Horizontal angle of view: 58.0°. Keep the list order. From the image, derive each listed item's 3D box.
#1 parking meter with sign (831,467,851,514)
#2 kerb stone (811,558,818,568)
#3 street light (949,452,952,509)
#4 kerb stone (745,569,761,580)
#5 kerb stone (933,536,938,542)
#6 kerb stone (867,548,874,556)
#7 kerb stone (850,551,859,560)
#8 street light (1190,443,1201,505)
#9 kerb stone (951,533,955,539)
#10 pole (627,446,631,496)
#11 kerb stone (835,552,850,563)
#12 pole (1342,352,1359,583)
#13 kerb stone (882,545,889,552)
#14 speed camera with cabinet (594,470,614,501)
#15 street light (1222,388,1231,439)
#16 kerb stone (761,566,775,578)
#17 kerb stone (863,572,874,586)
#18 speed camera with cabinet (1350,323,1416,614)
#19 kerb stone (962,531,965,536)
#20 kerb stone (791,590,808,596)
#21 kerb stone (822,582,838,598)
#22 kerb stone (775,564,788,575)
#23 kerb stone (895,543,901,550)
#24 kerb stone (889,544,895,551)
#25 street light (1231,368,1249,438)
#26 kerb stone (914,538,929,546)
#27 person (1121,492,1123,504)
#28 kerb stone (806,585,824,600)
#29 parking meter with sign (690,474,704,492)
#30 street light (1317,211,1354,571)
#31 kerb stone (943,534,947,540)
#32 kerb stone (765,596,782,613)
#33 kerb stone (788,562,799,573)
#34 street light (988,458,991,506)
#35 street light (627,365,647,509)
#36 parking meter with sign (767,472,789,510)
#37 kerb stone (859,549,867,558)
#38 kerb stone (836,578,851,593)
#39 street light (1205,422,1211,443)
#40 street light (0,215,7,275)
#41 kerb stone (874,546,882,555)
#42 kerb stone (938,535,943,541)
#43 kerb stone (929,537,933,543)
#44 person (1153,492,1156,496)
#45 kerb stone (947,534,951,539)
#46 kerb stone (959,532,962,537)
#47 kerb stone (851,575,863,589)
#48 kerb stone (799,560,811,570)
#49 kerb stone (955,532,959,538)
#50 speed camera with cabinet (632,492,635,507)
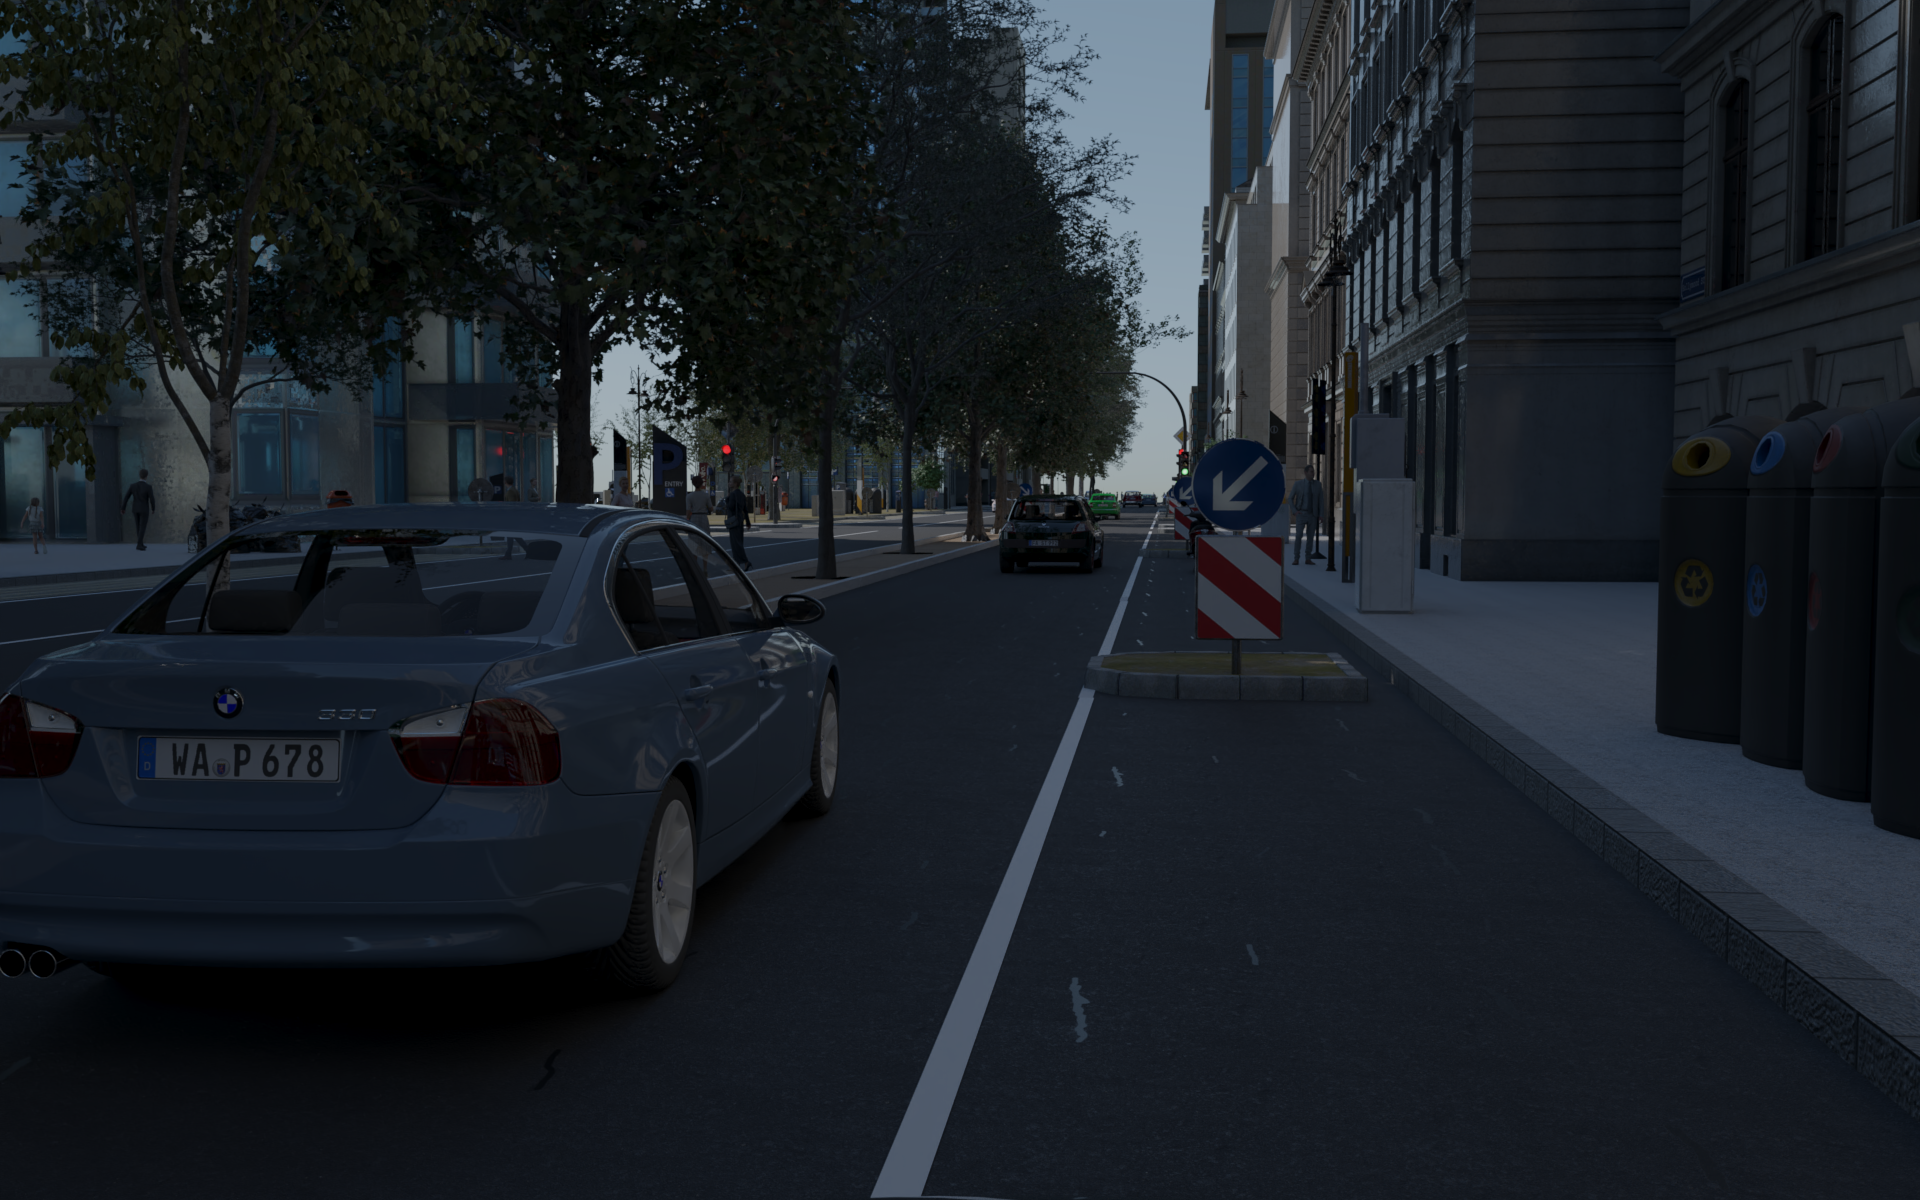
[{"bbox_3d":[-7.568,-6.981,110.393,0.543,3.016,1.738,2,4,28],"label":"parking meter with sign"},{"bbox_3d":[-2.897,-0.704,33.700,0.120,0.150,1.000,0,4,7],"label":"kerb stone"},{"bbox_3d":[-0.888,-10.906,151.094,0.468,5.910,1.993,0,4,7],"label":"street light"},{"bbox_3d":[-3.503,-0.383,28.590,0.120,0.150,1.000,0,4,7],"label":"kerb stone"},{"bbox_3d":[-0.842,-1.760,50.995,0.120,0.150,1.000,0,4,7],"label":"kerb stone"},{"bbox_3d":[-2.179,-1.077,39.807,0.120,0.150,1.000,0,4,7],"label":"kerb stone"},{"bbox_3d":[-2.412,-0.953,37.771,0.120,0.150,1.000,0,4,7],"label":"kerb stone"},{"bbox_3d":[20.774,-11.011,152.825,0.468,5.910,1.993,0,4,7],"label":"street light"},{"bbox_3d":[-0.363,-2.009,55.062,0.120,0.150,1.000,0,4,7],"label":"kerb stone"},{"bbox_3d":[-14.196,-4.914,74.183,0.158,3.312,0.155,0,3,0],"label":"pole"},{"bbox_3d":[-2.531,-0.890,36.753,0.120,0.150,1.000,0,4,7],"label":"kerb stone"},{"bbox_3d":[5.627,-1.904,24.970,0.158,3.312,0.155,0,3,0],"label":"pole"},{"bbox_3d":[-1.926,-1.201,41.836,0.120,0.150,1.000,0,4,7],"label":"kerb stone"},{"bbox_3d":[-24.511,-7.648,119.381,2.038,3.252,0.660,0,4,0],"label":"speed camera with cabinet"},{"bbox_3d":[11.665,-6.288,75.603,0.468,5.910,1.993,0,4,7],"label":"street light"},{"bbox_3d":[-3.378,-0.452,29.605,0.120,0.150,1.000,0,4,7],"label":"kerb stone"},{"bbox_3d":[-1.532,-0.309,27.305,0.120,0.150,1.000,0,4,7],"label":"kerb stone"},{"bbox_3d":[4.740,-1.533,19.404,0.660,3.252,2.038,1,4,10],"label":"speed camera with cabinet"},{"bbox_3d":[0.001,-2.197,58.118,0.120,0.150,1.000,0,4,7],"label":"kerb stone"},{"bbox_3d":[-2.137,0.001,22.198,0.120,0.150,1.000,0,4,7],"label":"kerb stone"},{"bbox_3d":[-1.898,-0.125,24.244,0.120,0.150,1.000,0,4,7],"label":"kerb stone"},{"bbox_3d":[-3.254,-0.513,30.619,0.120,0.150,1.000,0,4,7],"label":"kerb stone"},{"bbox_3d":[-1.687,-1.323,43.874,0.120,0.150,1.000,0,4,7],"label":"kerb stone"},{"bbox_3d":[-1.814,-1.264,42.857,0.120,0.150,1.000,0,4,7],"label":"kerb stone"},{"bbox_3d":[10.330,-5.558,63.663,0.468,5.910,1.993,0,4,7],"label":"street light"},{"bbox_3d":[-1.087,-1.637,48.961,0.120,0.150,1.000,0,4,7],"label":"kerb stone"},{"bbox_3d":[23.348,-14.742,249.609,0.705,1.814,1.350,0,4,-6],"label":"person"},{"bbox_3d":[-2.016,-0.063,23.226,0.120,0.150,1.000,0,4,7],"label":"kerb stone"},{"bbox_3d":[-22.594,-9.459,150.922,1.738,3.016,0.543,1,4,22],"label":"parking meter with sign"},{"bbox_3d":[6.173,-3.416,28.635,0.468,5.910,1.993,0,4,7],"label":"street light"},{"bbox_3d":[-0.607,-1.882,53.033,0.120,0.150,1.000,0,4,7],"label":"kerb stone"},{"bbox_3d":[-2.258,0.064,21.181,0.120,0.150,1.000,0,4,7],"label":"kerb stone"},{"bbox_3d":[-3.144,-0.578,31.643,0.120,0.150,1.000,0,4,7],"label":"kerb stone"},{"bbox_3d":[3.280,-13.087,186.765,0.468,5.910,1.993,0,4,7],"label":"street light"},{"bbox_3d":[-11.484,-5.459,62.043,0.468,5.910,1.993,0,4,7],"label":"street light"},{"bbox_3d":[-14.273,-8.536,135.831,1.738,3.016,0.543,-1,4,-14],"label":"parking meter with sign"},{"bbox_3d":[-2.294,-1.014,38.792,0.120,0.150,1.000,0,4,7],"label":"kerb stone"},{"bbox_3d":[-1.781,-0.188,25.262,0.120,0.150,1.000,0,4,7],"label":"kerb stone"},{"bbox_3d":[15.898,-8.450,110.937,0.468,5.910,1.993,0,4,7],"label":"street light"},{"bbox_3d":[-15.564,-3.322,27.104,0.468,5.910,1.993,0,4,7],"label":"street light"},{"bbox_3d":[-2.046,-1.139,40.821,0.120,0.150,1.000,0,4,7],"label":"kerb stone"},{"bbox_3d":[-0.723,-1.824,52.016,0.120,0.150,1.000,0,4,7],"label":"kerb stone"},{"bbox_3d":[-0.969,-1.699,49.980,0.120,0.150,1.000,0,4,7],"label":"kerb stone"},{"bbox_3d":[30.498,-16.092,272.523,0.541,1.710,0.530,3,4,39],"label":"person"},{"bbox_3d":[-0.483,-1.947,54.047,0.120,0.150,1.000,0,4,7],"label":"kerb stone"},{"bbox_3d":[-0.124,-2.135,57.103,0.120,0.150,1.000,0,4,7],"label":"kerb stone"},{"bbox_3d":[-1.661,-0.250,26.280,0.120,0.150,1.000,0,4,7],"label":"kerb stone"},{"bbox_3d":[-3.022,-0.641,32.672,0.120,0.150,1.000,0,4,7],"label":"kerb stone"},{"bbox_3d":[-0.246,-2.065,56.088,0.120,0.150,1.000,0,4,7],"label":"kerb stone"},{"bbox_3d":[-27.428,-8.931,140.352,2.038,3.252,0.660,1,4,16],"label":"speed camera with cabinet"}]
